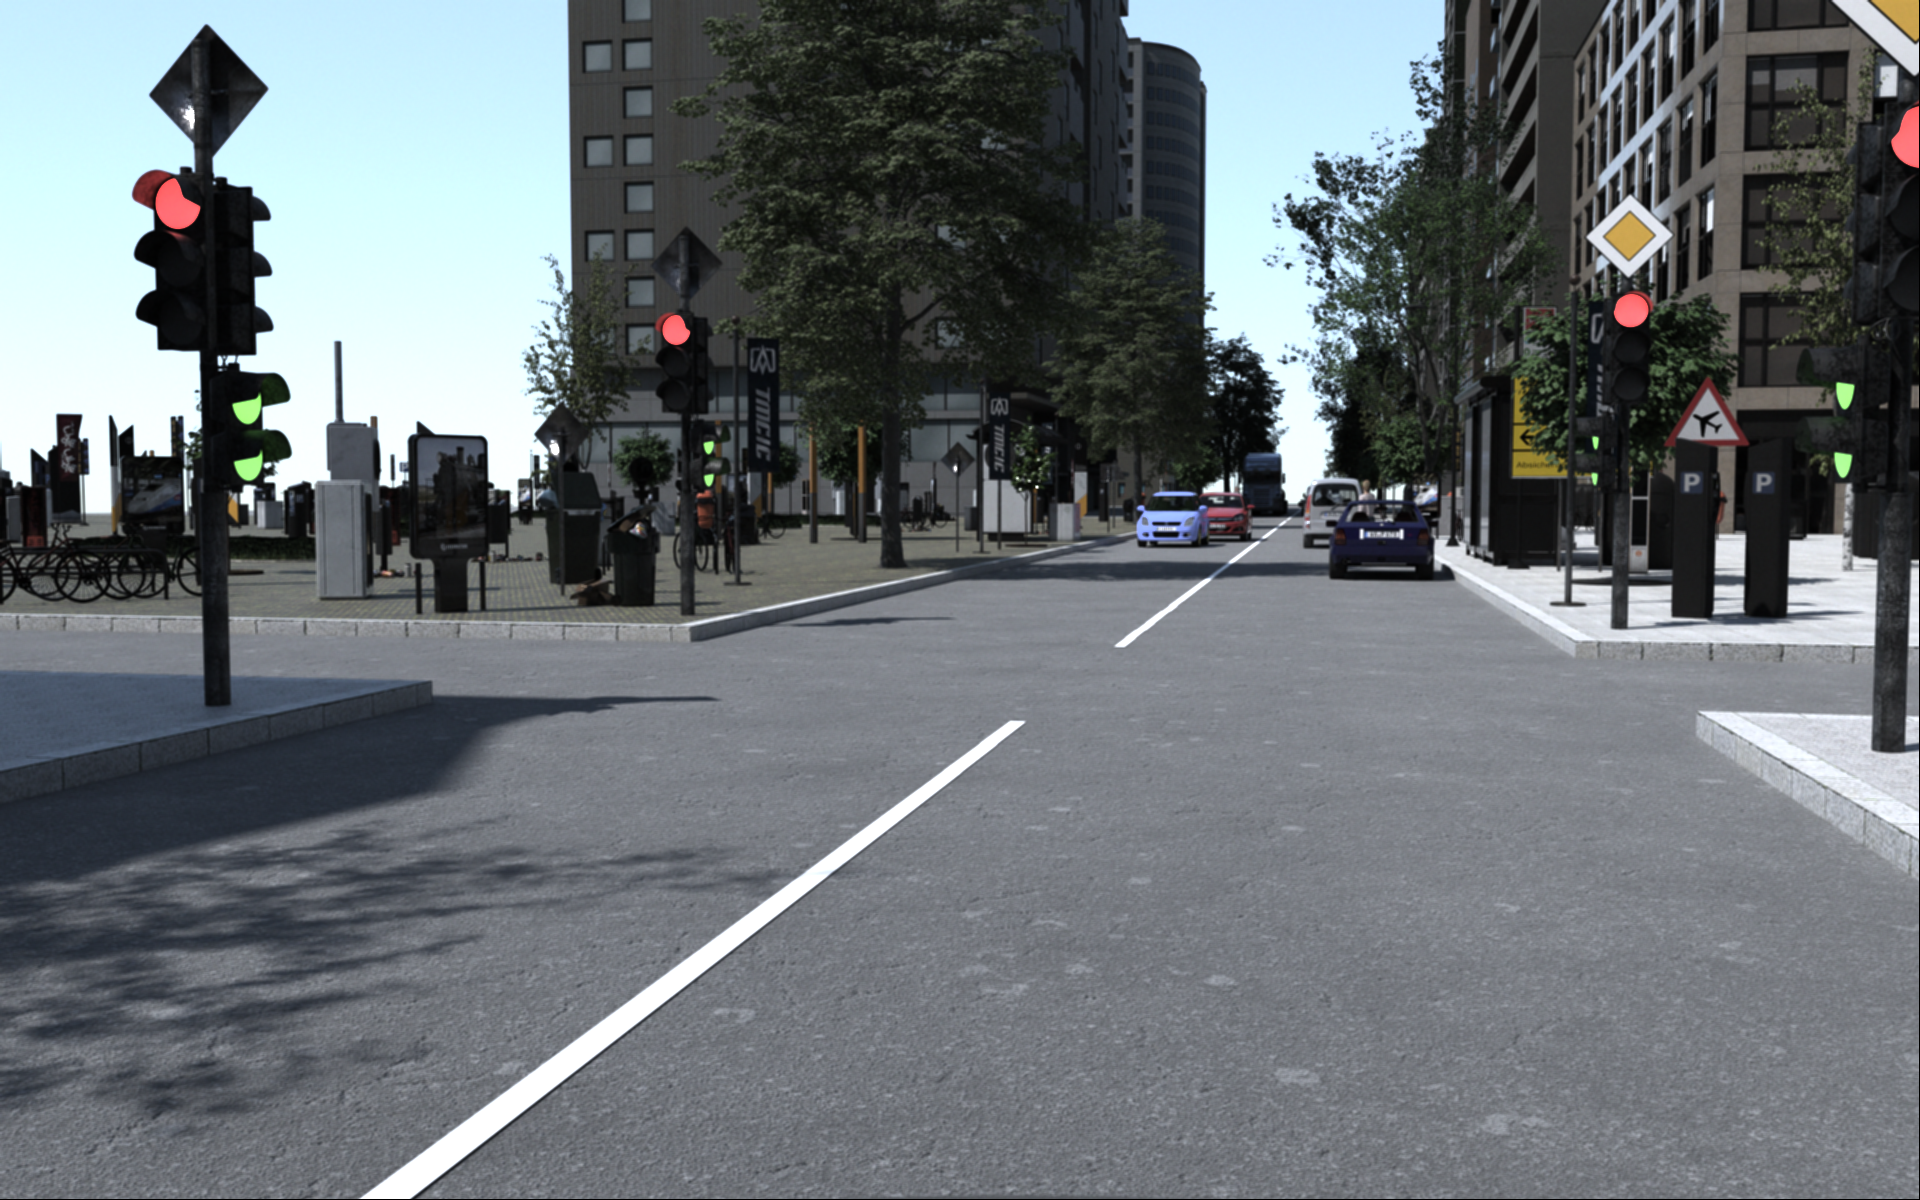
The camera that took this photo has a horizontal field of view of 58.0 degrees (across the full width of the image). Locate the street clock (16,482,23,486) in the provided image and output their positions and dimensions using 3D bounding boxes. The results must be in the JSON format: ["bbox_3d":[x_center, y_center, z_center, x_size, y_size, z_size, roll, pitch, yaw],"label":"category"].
[{"bbox_3d":[-55.275,-5.949,101.834,0.471,2.002,0.358,3,5,44],"label":"street clock"}]

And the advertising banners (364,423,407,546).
[{"bbox_3d":[-14.115,-2.859,42.927,2.074,3.025,0.090,-1,4,-21],"label":"advertising banners"}]

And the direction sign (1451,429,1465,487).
[{"bbox_3d":[17.415,-4.159,59.995,0.876,3.537,0.379,3,5,40],"label":"direction sign"}]

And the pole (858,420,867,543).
[{"bbox_3d":[-2.558,-3.151,45.363,0.158,3.312,0.155,0,3,0],"label":"pole"}]

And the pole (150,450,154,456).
[{"bbox_3d":[-37.449,-5.292,80.363,0.158,3.312,0.155,0,3,0],"label":"pole"}]

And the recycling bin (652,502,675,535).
[{"bbox_3d":[-9.393,-2.587,54.852,0.722,1.027,0.722,-1,4,-10],"label":"recycling bin"}]

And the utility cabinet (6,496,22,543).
[{"bbox_3d":[-24.908,-2.101,45.516,0.306,1.237,1.020,-2,4,-34],"label":"utility cabinet"}]

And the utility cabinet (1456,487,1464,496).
[{"bbox_3d":[16.691,-2.935,56.662,1.173,1.500,0.318,-2,4,-31],"label":"utility cabinet"}]

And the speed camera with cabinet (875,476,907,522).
[{"bbox_3d":[-3.184,-5.189,79.171,0.660,3.252,2.038,2,4,31],"label":"speed camera with cabinet"}]

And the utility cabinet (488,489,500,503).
[{"bbox_3d":[-20.022,-3.973,73.632,1.173,1.500,0.318,3,5,42],"label":"utility cabinet"}]

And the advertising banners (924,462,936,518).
[{"bbox_3d":[-1.586,-5.977,93.908,0.090,3.025,2.074,1,4,17],"label":"advertising banners"}]

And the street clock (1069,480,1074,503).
[{"bbox_3d":[6.024,-5.356,92.133,0.358,2.002,0.471,-2,4,-35],"label":"street clock"}]

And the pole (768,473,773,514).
[{"bbox_3d":[-8.752,-5.266,79.937,0.158,3.312,0.155,0,3,0],"label":"pole"}]

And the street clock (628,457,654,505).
[{"bbox_3d":[-6.244,-1.797,33.948,0.471,2.002,0.358,-1,4,-15],"label":"street clock"}]

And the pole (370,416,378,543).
[{"bbox_3d":[-15.300,-3.148,45.312,0.158,3.312,0.155,0,3,0],"label":"pole"}]

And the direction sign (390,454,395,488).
[{"bbox_3d":[-32.193,-6.505,98.353,0.379,3.537,0.876,-2,4,-31],"label":"direction sign"}]

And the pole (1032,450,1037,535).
[{"bbox_3d":[2.340,-3.690,54.172,0.158,3.312,0.155,0,3,0],"label":"pole"}]

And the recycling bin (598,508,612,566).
[{"bbox_3d":[-6.714,-1.124,30.937,0.722,1.027,0.722,2,4,29],"label":"recycling bin"}]

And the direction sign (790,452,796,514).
[{"bbox_3d":[-9.201,-6.239,94.006,0.876,3.537,0.379,3,5,44],"label":"direction sign"}]

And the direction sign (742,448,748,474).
[{"bbox_3d":[-10.424,-5.725,85.603,0.379,3.537,0.876,3,5,41],"label":"direction sign"}]

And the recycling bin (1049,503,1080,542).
[{"bbox_3d":[2.840,-2.109,47.031,0.722,1.027,0.722,1,4,18],"label":"recycling bin"}]

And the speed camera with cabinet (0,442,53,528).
[{"bbox_3d":[-35.620,-4.365,65.710,2.038,3.252,0.660,-2,4,-29],"label":"speed camera with cabinet"}]

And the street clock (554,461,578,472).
[{"bbox_3d":[-8.736,-2.073,38.472,0.471,2.002,0.358,-2,4,-31],"label":"street clock"}]

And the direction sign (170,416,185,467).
[{"bbox_3d":[-22.684,-3.564,50.274,0.876,3.537,0.379,3,5,45],"label":"direction sign"}]

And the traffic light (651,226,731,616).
[{"bbox_3d":[-2.868,-1.793,18.235,0.839,4.253,0.868,1,4,12],"label":"traffic light"}]

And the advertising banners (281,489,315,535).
[{"bbox_3d":[-20.532,-3.607,55.158,2.074,3.025,0.090,-2,4,-32],"label":"advertising banners"}]

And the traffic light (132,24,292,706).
[{"bbox_3d":[-4.502,-1.315,10.419,0.839,4.253,0.868,1,4,12],"label":"traffic light"}]

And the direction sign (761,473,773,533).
[{"bbox_3d":[-6.400,-3.991,57.255,0.876,3.537,0.379,0,4,0],"label":"direction sign"}]

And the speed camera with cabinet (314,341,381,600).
[{"bbox_3d":[-7.697,-1.681,21.821,0.660,3.252,2.038,-1,4,-13],"label":"speed camera with cabinet"}]

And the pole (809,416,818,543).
[{"bbox_3d":[-3.812,-3.131,45.038,0.158,3.312,0.155,0,3,0],"label":"pole"}]

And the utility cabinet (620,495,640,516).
[{"bbox_3d":[-17.020,-4.782,89.340,1.020,1.237,0.306,-1,4,-12],"label":"utility cabinet"}]

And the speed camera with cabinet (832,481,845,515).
[{"bbox_3d":[-6.039,-5.728,87.994,0.660,3.252,2.038,-1,4,-15],"label":"speed camera with cabinet"}]

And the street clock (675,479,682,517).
[{"bbox_3d":[-13.819,-4.958,85.633,0.471,2.002,0.358,2,4,33],"label":"street clock"}]

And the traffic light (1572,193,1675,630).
[{"bbox_3d":[6.250,-1.678,16.354,0.839,4.253,0.868,1,4,12],"label":"traffic light"}]

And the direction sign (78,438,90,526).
[{"bbox_3d":[-35.617,-4.792,70.347,0.876,3.537,0.379,2,4,33],"label":"direction sign"}]

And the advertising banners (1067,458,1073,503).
[{"bbox_3d":[5.429,-5.438,85.094,0.090,3.025,2.074,0,4,-2],"label":"advertising banners"}]

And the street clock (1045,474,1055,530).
[{"bbox_3d":[3.238,-3.516,62.050,0.471,2.002,0.358,1,4,18],"label":"street clock"}]

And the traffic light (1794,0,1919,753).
[{"bbox_3d":[4.617,-1.200,8.537,0.839,4.253,0.868,1,4,12],"label":"traffic light"}]

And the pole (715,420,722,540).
[{"bbox_3d":[-6.674,-3.305,47.879,0.158,3.312,0.155,0,3,0],"label":"pole"}]

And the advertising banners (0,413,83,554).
[{"bbox_3d":[-20.069,-2.523,37.438,2.074,3.025,0.090,-1,4,-20],"label":"advertising banners"}]

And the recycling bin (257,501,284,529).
[{"bbox_3d":[-25.321,-3.122,63.600,0.722,1.027,0.722,-3,5,-44],"label":"recycling bin"}]

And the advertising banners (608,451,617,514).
[{"bbox_3d":[-14.367,-4.609,71.547,0.090,3.025,2.074,0,4,-3],"label":"advertising banners"}]

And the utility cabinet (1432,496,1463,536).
[{"bbox_3d":[15.000,-2.567,53.133,1.020,1.237,0.306,0,4,-1],"label":"utility cabinet"}]

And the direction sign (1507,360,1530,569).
[{"bbox_3d":[9.594,-2.303,29.645,0.379,3.537,0.876,2,4,29],"label":"direction sign"}]

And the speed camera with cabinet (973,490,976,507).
[{"bbox_3d":[1.543,-4.390,66.105,2.038,3.252,0.660,1,4,23],"label":"speed camera with cabinet"}]

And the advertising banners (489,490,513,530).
[{"bbox_3d":[-16.260,-3.832,58.844,2.074,3.025,0.090,0,4,-6],"label":"advertising banners"}]

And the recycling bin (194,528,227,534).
[{"bbox_3d":[-20.155,-2.081,46.585,0.722,1.027,0.722,-2,4,-35],"label":"recycling bin"}]
